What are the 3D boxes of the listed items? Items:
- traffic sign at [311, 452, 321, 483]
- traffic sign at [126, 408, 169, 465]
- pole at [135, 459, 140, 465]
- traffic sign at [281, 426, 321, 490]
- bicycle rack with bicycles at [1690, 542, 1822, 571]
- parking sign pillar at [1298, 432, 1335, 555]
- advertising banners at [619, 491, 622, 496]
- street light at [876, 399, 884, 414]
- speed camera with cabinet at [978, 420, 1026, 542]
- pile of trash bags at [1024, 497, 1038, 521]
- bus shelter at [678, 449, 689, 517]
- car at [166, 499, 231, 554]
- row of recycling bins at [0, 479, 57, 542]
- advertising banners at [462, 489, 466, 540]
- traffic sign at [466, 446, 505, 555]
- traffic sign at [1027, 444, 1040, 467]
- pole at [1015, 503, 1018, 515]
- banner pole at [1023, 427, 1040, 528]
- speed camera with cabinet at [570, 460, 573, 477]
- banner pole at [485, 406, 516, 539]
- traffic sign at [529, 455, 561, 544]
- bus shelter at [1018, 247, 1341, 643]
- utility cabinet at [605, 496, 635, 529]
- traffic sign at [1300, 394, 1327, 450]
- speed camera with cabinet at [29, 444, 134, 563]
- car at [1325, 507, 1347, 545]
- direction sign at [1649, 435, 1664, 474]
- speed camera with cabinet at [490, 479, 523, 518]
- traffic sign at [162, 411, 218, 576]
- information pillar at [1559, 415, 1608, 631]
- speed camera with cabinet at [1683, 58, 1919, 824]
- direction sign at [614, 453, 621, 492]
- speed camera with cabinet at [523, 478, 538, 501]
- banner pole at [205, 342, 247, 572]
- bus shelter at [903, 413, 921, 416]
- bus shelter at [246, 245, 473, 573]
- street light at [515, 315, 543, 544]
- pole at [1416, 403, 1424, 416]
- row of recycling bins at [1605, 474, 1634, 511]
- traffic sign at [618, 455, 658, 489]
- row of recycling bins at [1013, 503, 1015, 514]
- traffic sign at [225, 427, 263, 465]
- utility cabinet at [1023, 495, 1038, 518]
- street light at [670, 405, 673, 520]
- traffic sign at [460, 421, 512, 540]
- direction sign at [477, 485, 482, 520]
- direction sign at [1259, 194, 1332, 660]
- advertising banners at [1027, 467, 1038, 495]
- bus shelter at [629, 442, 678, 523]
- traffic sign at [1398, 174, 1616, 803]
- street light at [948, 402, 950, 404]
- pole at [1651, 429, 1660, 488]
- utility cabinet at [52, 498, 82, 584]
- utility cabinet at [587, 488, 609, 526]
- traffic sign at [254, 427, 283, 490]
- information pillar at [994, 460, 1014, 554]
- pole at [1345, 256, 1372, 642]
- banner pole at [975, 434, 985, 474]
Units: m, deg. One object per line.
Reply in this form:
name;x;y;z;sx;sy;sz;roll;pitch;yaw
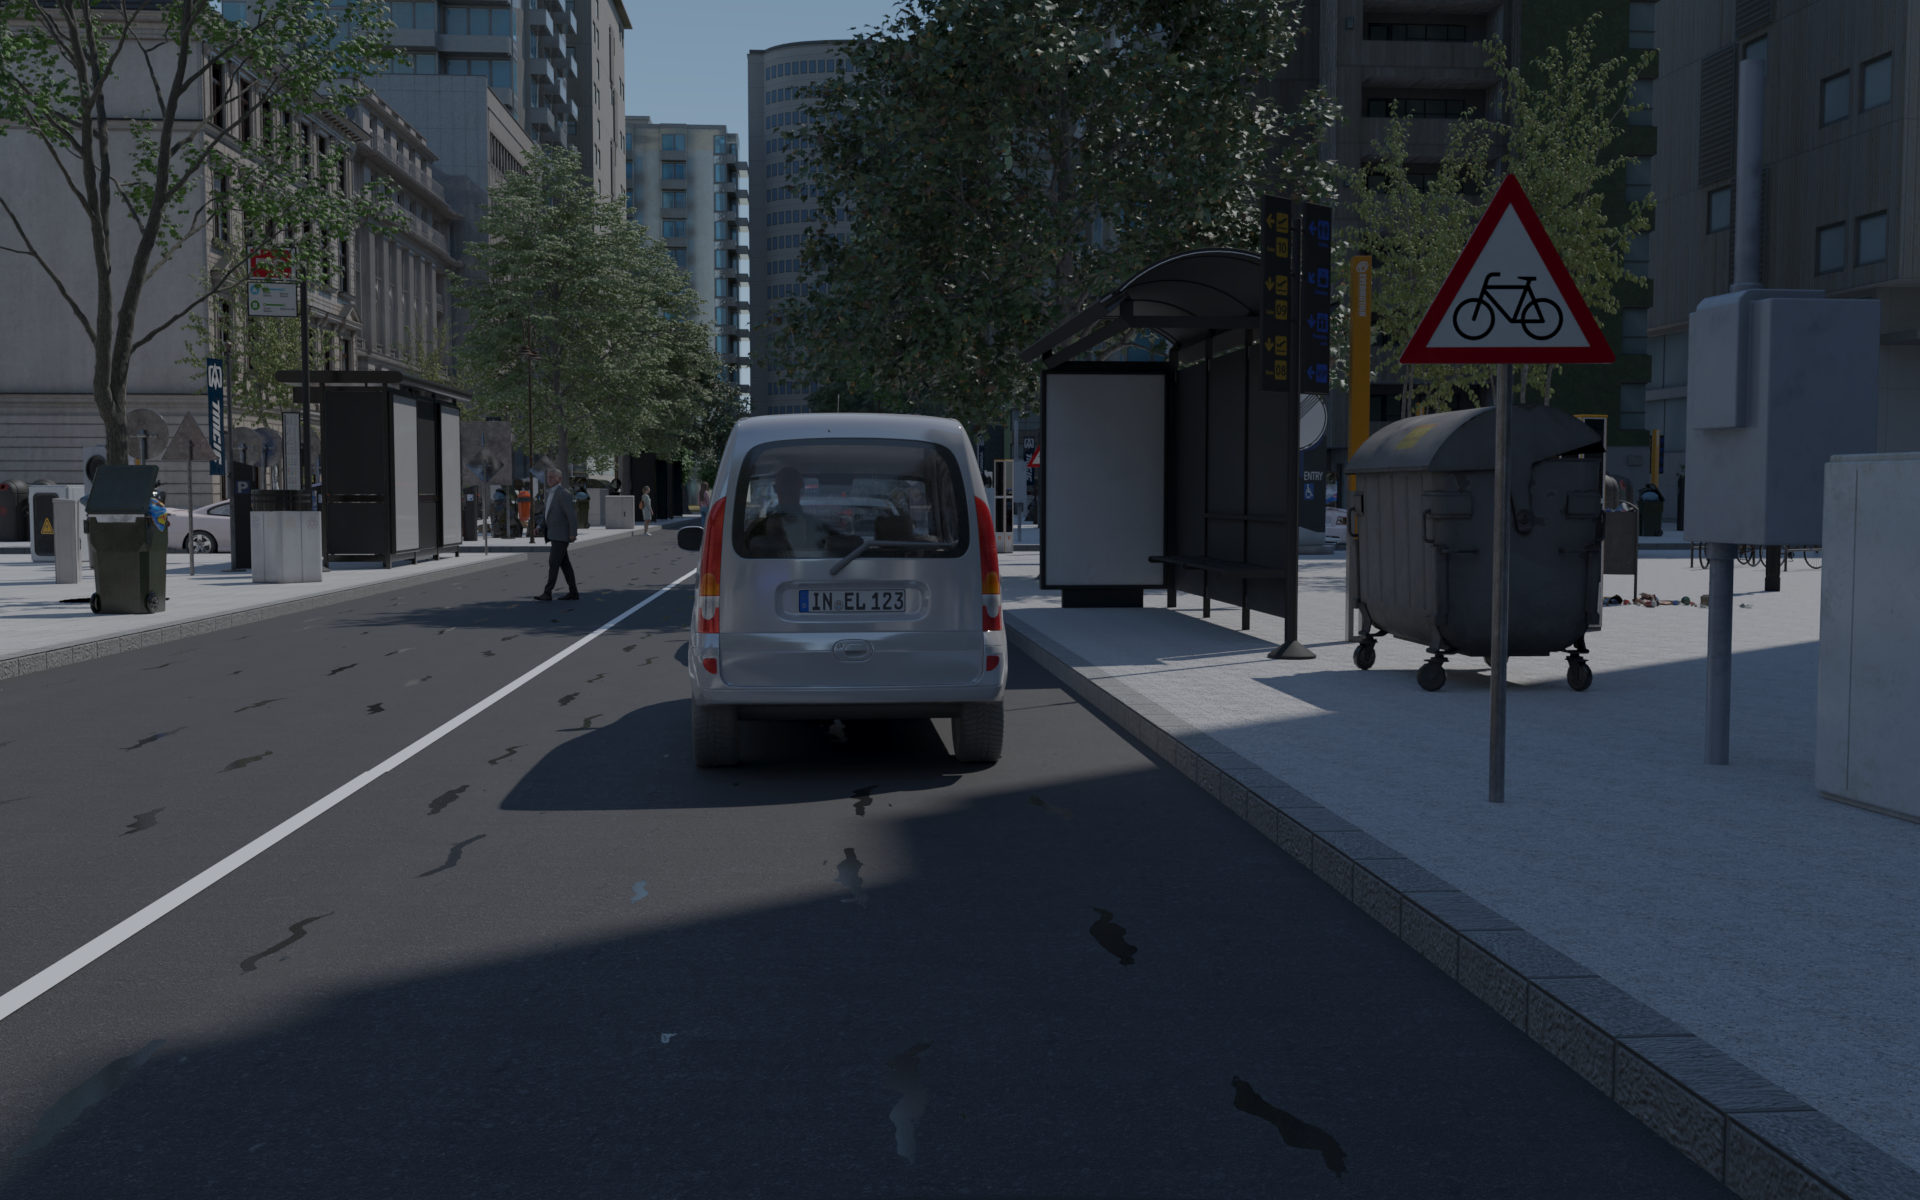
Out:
traffic sign;-13.483;-2.098;36.424;0.606;2.300;0.079;0;4;5
traffic sign;-12.142;-1.569;25.760;0.768;2.556;0.104;0;4;3
pole;-24.306;-3.514;51.305;0.158;3.312;0.155;0;3;0
traffic sign;-12.335;-1.977;32.429;0.768;2.556;0.104;0;4;4
bicycle rack with bicycles;13.775;-1.012;29.936;2.925;0.926;2.852;-2;4;-30
parking sign pillar;7.299;-2.971;37.045;1.447;3.967;1.447;-3;5;-44
advertising banners;-18.116;-5.924;93.051;0.090;3.025;2.074;-2;4;-29
street light;-3.612;-6.401;77.440;0.468;5.910;1.993;0;4;-5
speed camera with cabinet;0.940;-3.225;47.062;0.660;3.252;2.038;-3;4;-38
pile of trash bags;4.508;-4.357;80.987;1.912;1.369;3.447;-2;4;-30
bus shelter;-15.704;-6.244;93.370;1.731;3.624;6.357;0;4;-5
car;-15.360;-1.620;38.853;4.827;1.381;2.083;0;4;-4
row of recycling bins;-26.107;-2.435;46.926;3.534;1.692;1.069;0;4;3
advertising banners;-13.715;-3.118;47.168;0.090;3.025;2.074;0;4;-5
traffic sign;-9.897;-1.988;36.141;0.795;2.450;0.064;0;4;-5
traffic sign;1.762;-2.093;34.218;0.884;2.594;0.081;0;4;5
pole;3.467;-6.888;106.463;0.158;3.312;0.155;0;3;0
banner pole;2.739;-4.586;64.996;0.863;3.779;0.401;2;4;24
speed camera with cabinet;-20.559;-5.991;92.287;0.660;3.252;2.038;1;4;13
banner pole;-13.101;-3.625;49.283;0.863;3.779;0.401;0;4;8
traffic sign;-10.558;-2.474;44.099;0.795;2.450;0.064;0;4;-5
bus shelter;1.895;-1.411;17.002;2.014;3.302;5.546;0;4;-5
utility cabinet;-12.440;-3.191;63.328;1.020;1.237;0.306;0;4;-3
traffic sign;3.887;-1.232;20.251;0.768;2.556;0.104;0;4;2
speed camera with cabinet;-16.395;-2.321;32.286;2.038;3.252;0.660;1;4;20
car;11.153;-1.790;41.629;4.827;1.381;2.083;0;4;-4
direction sign;26.645;-4.563;66.602;0.876;3.537;0.379;-1;4;-12
speed camera with cabinet;-21.058;-5.243;80.057;0.660;3.252;2.038;0;4;8
traffic sign;-12.102;-1.665;27.224;0.884;2.594;0.081;0;3;0
information pillar;5.829;-0.719;16.256;0.304;2.012;0.304;-1;4;-22
speed camera with cabinet;3.892;-0.796;7.345;0.660;3.252;2.038;0;4;-8
direction sign;-18.778;-6.305;95.079;0.379;3.537;0.876;-2;4;-33
speed camera with cabinet;-24.668;-6.283;97.071;2.038;3.252;0.660;1;4;22
banner pole;-12.051;-2.342;28.312;0.401;3.779;0.863;0;4;8
bus shelter;-2.801;-6.482;83.611;2.179;5.291;8.768;0;4;-5
bus shelter;-10.634;-3.251;30.792;2.179;5.291;8.768;0;4;-5
street light;-11.097;-4.402;44.760;0.468;5.910;1.993;0;4;-5
pole;10.297;-2.752;38.842;0.158;3.312;0.155;0;3;0
row of recycling bins;13.084;-1.726;35.338;1.069;1.692;3.534;2;4;27
traffic sign;-16.595;-5.870;89.844;2.265;3.308;0.079;0;4;-4
row of recycling bins;2.319;-6.330;110.604;1.069;1.692;3.534;-2;4;-34
traffic sign;-13.550;-1.996;32.735;0.768;2.556;0.104;0;4;4
utility cabinet;3.849;-5.085;94.302;0.306;1.237;1.020;3;4;38
street light;-14.547;-6.991;87.090;0.468;5.910;1.993;0;4;-5
traffic sign;-13.694;-3.346;48.587;2.265;3.308;0.079;0;4;3
direction sign;-23.509;-5.651;84.396;0.379;3.537;0.876;3;4;39
direction sign;2.600;-1.313;13.464;0.876;3.537;0.379;-3;5;-43
advertising banners;4.238;-6.552;103.317;2.074;3.025;0.090;-3;4;-37
bus shelter;-14.486;-5.499;81.199;1.731;3.624;6.357;0;4;-5
traffic sign;2.235;-0.437;7.143;0.884;2.594;0.081;0;4;0
street light;-0.212;-3.879;36.212;0.468;5.910;1.993;0;4;-5
pole;21.908;-3.716;54.601;0.158;3.312;0.155;0;3;0
utility cabinet;-12.952;-0.856;25.164;0.306;1.237;1.020;-1;4;-23
utility cabinet;-15.124;-3.848;71.592;1.173;1.500;0.318;-2;4;-29
traffic sign;-13.293;-2.018;33.098;0.768;2.556;0.104;0;4;-2
information pillar;0.945;-2.010;37.353;0.304;2.012;0.304;3;5;40
pole;3.445;-1.293;14.976;0.158;3.312;0.155;0;3;0
banner pole;0.692;-4.361;61.327;0.401;3.779;0.863;2;4;28
